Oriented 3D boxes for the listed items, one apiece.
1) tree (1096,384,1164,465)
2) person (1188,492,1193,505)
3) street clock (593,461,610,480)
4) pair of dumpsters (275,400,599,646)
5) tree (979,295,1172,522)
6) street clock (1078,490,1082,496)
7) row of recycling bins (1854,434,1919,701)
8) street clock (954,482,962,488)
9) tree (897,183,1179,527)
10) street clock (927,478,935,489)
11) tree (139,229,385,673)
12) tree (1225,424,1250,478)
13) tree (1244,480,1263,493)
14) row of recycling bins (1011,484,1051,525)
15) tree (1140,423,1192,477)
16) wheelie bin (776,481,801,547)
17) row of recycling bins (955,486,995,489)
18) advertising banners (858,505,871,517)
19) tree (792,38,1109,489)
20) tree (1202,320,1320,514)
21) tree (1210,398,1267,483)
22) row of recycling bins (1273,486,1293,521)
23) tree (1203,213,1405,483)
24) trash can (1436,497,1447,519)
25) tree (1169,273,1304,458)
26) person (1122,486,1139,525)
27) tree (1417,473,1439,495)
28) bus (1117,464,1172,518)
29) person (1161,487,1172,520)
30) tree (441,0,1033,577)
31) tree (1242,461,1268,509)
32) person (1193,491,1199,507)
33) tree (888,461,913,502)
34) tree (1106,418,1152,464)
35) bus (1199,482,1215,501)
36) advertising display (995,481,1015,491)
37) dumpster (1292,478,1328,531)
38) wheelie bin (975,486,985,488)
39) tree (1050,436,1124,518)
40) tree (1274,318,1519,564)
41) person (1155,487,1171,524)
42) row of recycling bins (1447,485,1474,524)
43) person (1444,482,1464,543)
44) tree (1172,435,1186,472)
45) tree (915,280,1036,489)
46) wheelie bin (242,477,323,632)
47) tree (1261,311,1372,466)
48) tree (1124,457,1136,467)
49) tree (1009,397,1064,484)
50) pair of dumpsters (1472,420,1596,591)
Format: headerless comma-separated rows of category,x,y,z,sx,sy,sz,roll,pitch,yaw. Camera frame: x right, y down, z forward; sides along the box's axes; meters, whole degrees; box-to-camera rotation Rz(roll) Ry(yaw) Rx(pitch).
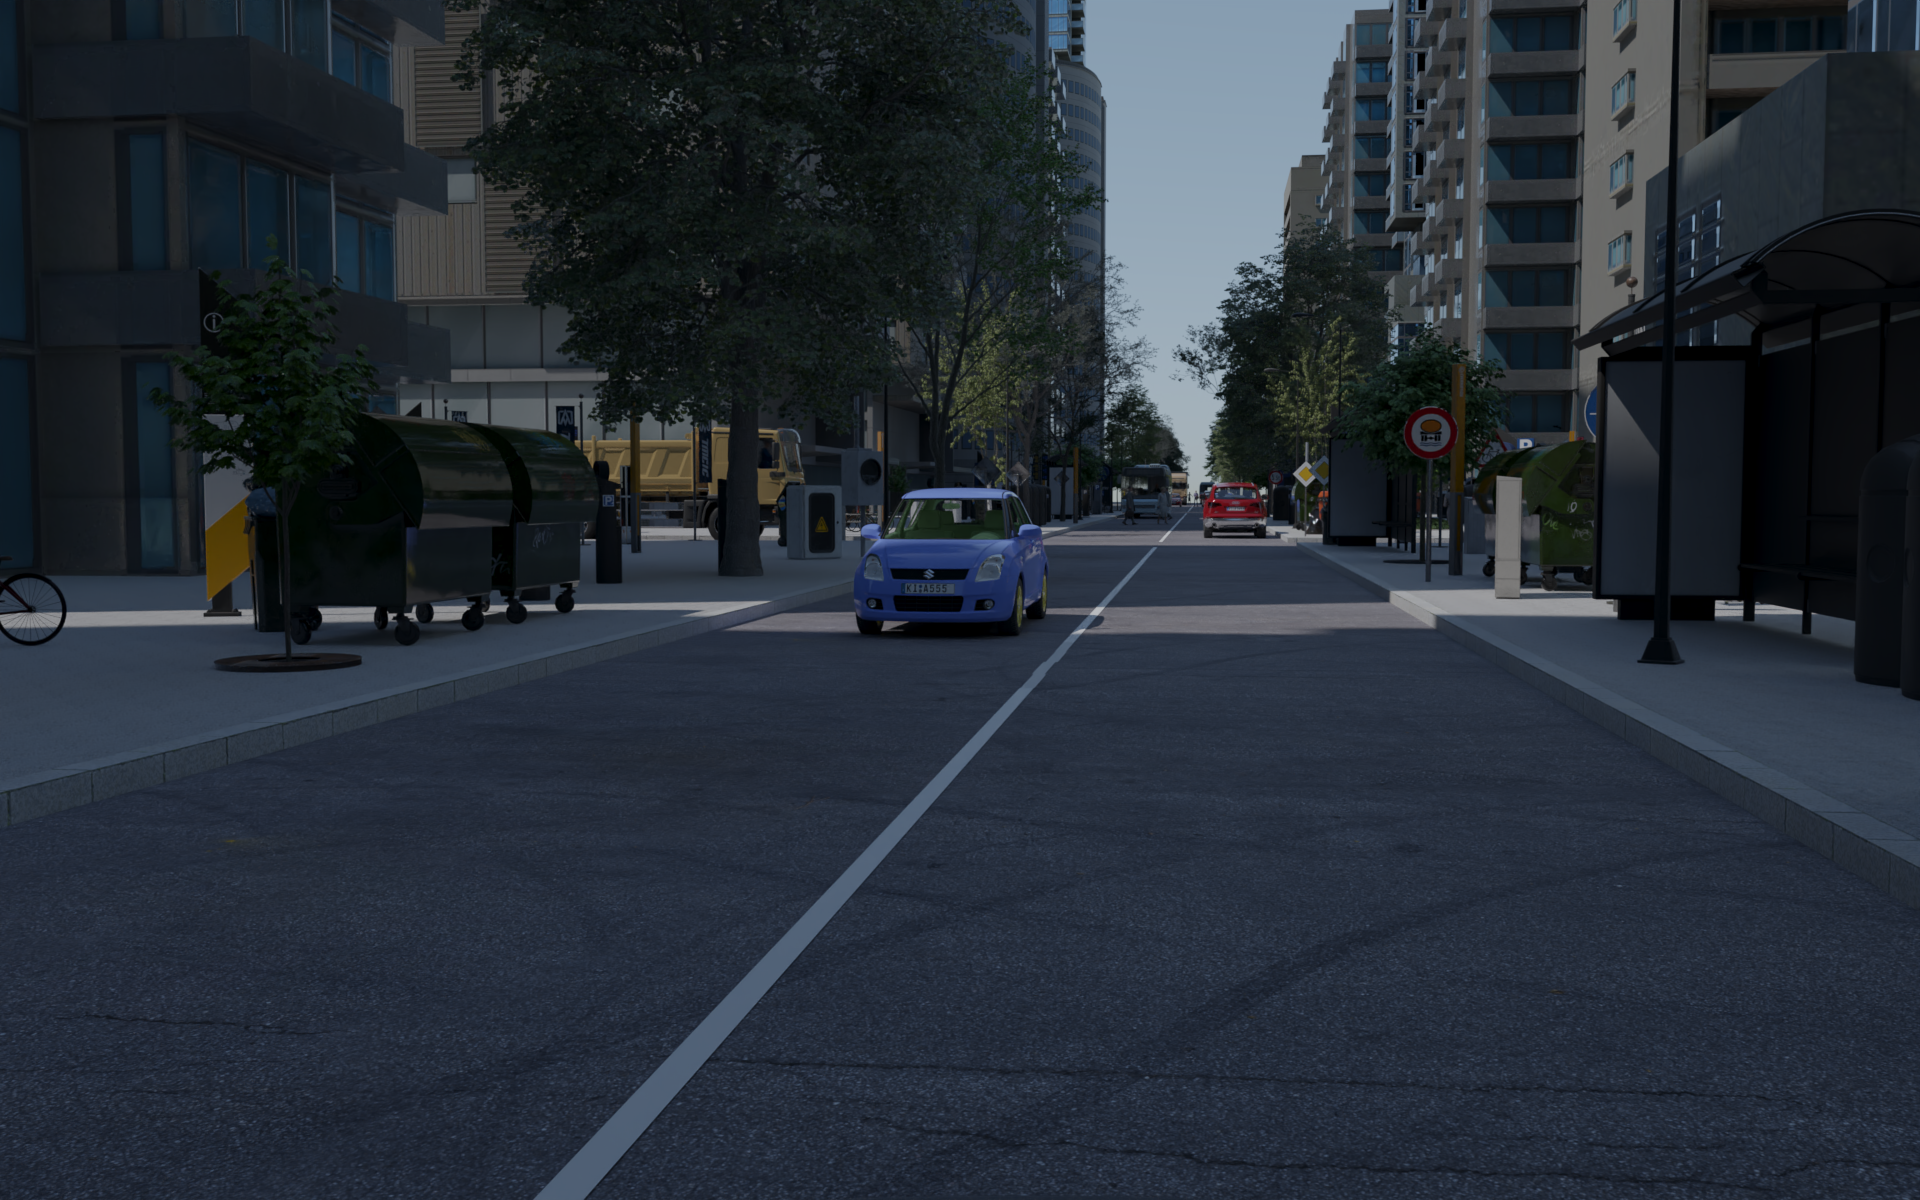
tree,17.615,-15.916,178.358,7.486,12.596,7.792,0,3,0
person,30.135,-13.361,227.745,1.217,1.735,0.721,-1,4,-20
street clock,-7.786,-2.021,37.622,0.358,2.002,0.471,-2,4,-31
pair of dumpsters,-4.933,-0.865,16.633,1.574,2.255,4.437,0,4,8
tree,4.671,-8.930,80.417,8.767,10.594,7.601,1,4,17
street clock,7.589,-6.473,110.407,0.358,2.002,0.471,1,4,9
row of recycling bins,6.319,-0.195,10.305,1.069,1.692,3.534,0,4,8
street clock,-0.101,-5.988,102.480,0.471,2.002,0.358,-3,5,-40
tree,2.607,-9.646,68.079,12.009,13.543,11.850,0,3,0
street clock,-1.250,-4.397,76.456,0.358,2.002,0.471,2,4,30
tree,-5.141,-1.113,12.795,1.663,3.219,1.824,0,3,0
tree,27.602,-13.268,167.289,4.360,8.622,3.978,0,3,0
tree,23.143,-8.635,135.782,1.663,3.219,1.824,0,3,0
row of recycling bins,2.878,-3.911,71.057,1.069,1.692,3.534,1,4,15
tree,33.349,-22.456,284.170,9.611,12.733,9.660,0,3,0
wheelie bin,-4.055,-2.112,42.438,0.693,1.594,0.980,1,4,22
row of recycling bins,1.309,-4.957,88.163,3.534,1.692,1.069,0,4,4
advertising banners,-5.819,-6.201,97.566,2.074,3.025,0.090,3,5,40
tree,-0.460,-6.999,40.185,9.928,11.665,9.643,0,3,0
tree,20.311,-11.810,111.221,7.486,12.596,7.792,0,3,0
tree,29.104,-15.373,177.101,9.928,11.665,9.643,0,3,0
row of recycling bins,16.427,-4.774,85.174,1.069,1.692,3.534,3,5,39
tree,16.031,-10.637,80.563,9.857,13.997,8.962,0,3,0
trash can,25.292,-4.834,90.693,0.748,1.137,0.748,0,3,0
tree,24.150,-18.020,150.511,12.611,20.169,13.585,0,3,0
person,7.920,-4.396,80.479,0.767,1.812,0.694,1,4,9
tree,18.858,-4.641,70.483,1.663,3.219,1.824,0,3,0
bus,11.346,-6.721,104.751,2.948,3.499,13.247,1,4,9
person,11.463,-5.370,96.401,0.767,1.812,0.694,0,4,5
tree,-3.476,-7.357,26.942,9.857,13.997,8.962,0,3,0
tree,21.422,-8.374,120.622,4.285,4.588,4.351,0,3,0
person,26.844,-11.541,197.069,0.709,1.838,0.599,0,4,6
tree,-3.152,-5.936,91.649,1.663,3.219,1.824,0,3,0
tree,16.431,-13.290,167.649,4.737,8.622,4.395,0,3,0
bus,38.446,-16.709,268.058,2.948,3.499,13.247,1,4,9
advertising display,2.236,-4.964,86.375,0.974,1.923,0.123,0,4,-7
dumpster,12.356,-3.535,60.295,1.502,2.255,1.985,1,4,8
wheelie bin,0.924,-3.647,67.530,0.980,1.594,0.693,1,4,8
tree,6.347,-6.807,95.003,4.285,4.588,4.351,0,3,0
tree,8.723,-2.967,32.221,4.285,4.588,4.351,0,3,0
person,9.699,-4.520,82.750,0.694,1.780,0.624,-1,4,-20
row of recycling bins,22.087,-4.159,75.107,1.069,1.692,3.534,0,4,-7
person,13.290,-2.303,46.488,0.599,1.781,0.374,1,4,17
tree,29.075,-19.393,251.490,8.767,10.594,7.601,2,4,33
tree,0.834,-6.623,58.652,4.737,8.622,4.395,0,3,0
wheelie bin,-6.371,-0.513,16.293,0.693,1.594,0.980,-2,4,-29
tree,14.188,-7.259,69.054,4.737,8.622,4.395,0,3,0
tree,12.467,-9.328,136.223,4.285,4.588,4.351,0,3,0
tree,5.281,-10.548,122.819,4.360,8.622,3.978,0,3,0
pair of dumpsters,8.443,-1.357,24.678,1.574,2.255,4.437,0,4,8
